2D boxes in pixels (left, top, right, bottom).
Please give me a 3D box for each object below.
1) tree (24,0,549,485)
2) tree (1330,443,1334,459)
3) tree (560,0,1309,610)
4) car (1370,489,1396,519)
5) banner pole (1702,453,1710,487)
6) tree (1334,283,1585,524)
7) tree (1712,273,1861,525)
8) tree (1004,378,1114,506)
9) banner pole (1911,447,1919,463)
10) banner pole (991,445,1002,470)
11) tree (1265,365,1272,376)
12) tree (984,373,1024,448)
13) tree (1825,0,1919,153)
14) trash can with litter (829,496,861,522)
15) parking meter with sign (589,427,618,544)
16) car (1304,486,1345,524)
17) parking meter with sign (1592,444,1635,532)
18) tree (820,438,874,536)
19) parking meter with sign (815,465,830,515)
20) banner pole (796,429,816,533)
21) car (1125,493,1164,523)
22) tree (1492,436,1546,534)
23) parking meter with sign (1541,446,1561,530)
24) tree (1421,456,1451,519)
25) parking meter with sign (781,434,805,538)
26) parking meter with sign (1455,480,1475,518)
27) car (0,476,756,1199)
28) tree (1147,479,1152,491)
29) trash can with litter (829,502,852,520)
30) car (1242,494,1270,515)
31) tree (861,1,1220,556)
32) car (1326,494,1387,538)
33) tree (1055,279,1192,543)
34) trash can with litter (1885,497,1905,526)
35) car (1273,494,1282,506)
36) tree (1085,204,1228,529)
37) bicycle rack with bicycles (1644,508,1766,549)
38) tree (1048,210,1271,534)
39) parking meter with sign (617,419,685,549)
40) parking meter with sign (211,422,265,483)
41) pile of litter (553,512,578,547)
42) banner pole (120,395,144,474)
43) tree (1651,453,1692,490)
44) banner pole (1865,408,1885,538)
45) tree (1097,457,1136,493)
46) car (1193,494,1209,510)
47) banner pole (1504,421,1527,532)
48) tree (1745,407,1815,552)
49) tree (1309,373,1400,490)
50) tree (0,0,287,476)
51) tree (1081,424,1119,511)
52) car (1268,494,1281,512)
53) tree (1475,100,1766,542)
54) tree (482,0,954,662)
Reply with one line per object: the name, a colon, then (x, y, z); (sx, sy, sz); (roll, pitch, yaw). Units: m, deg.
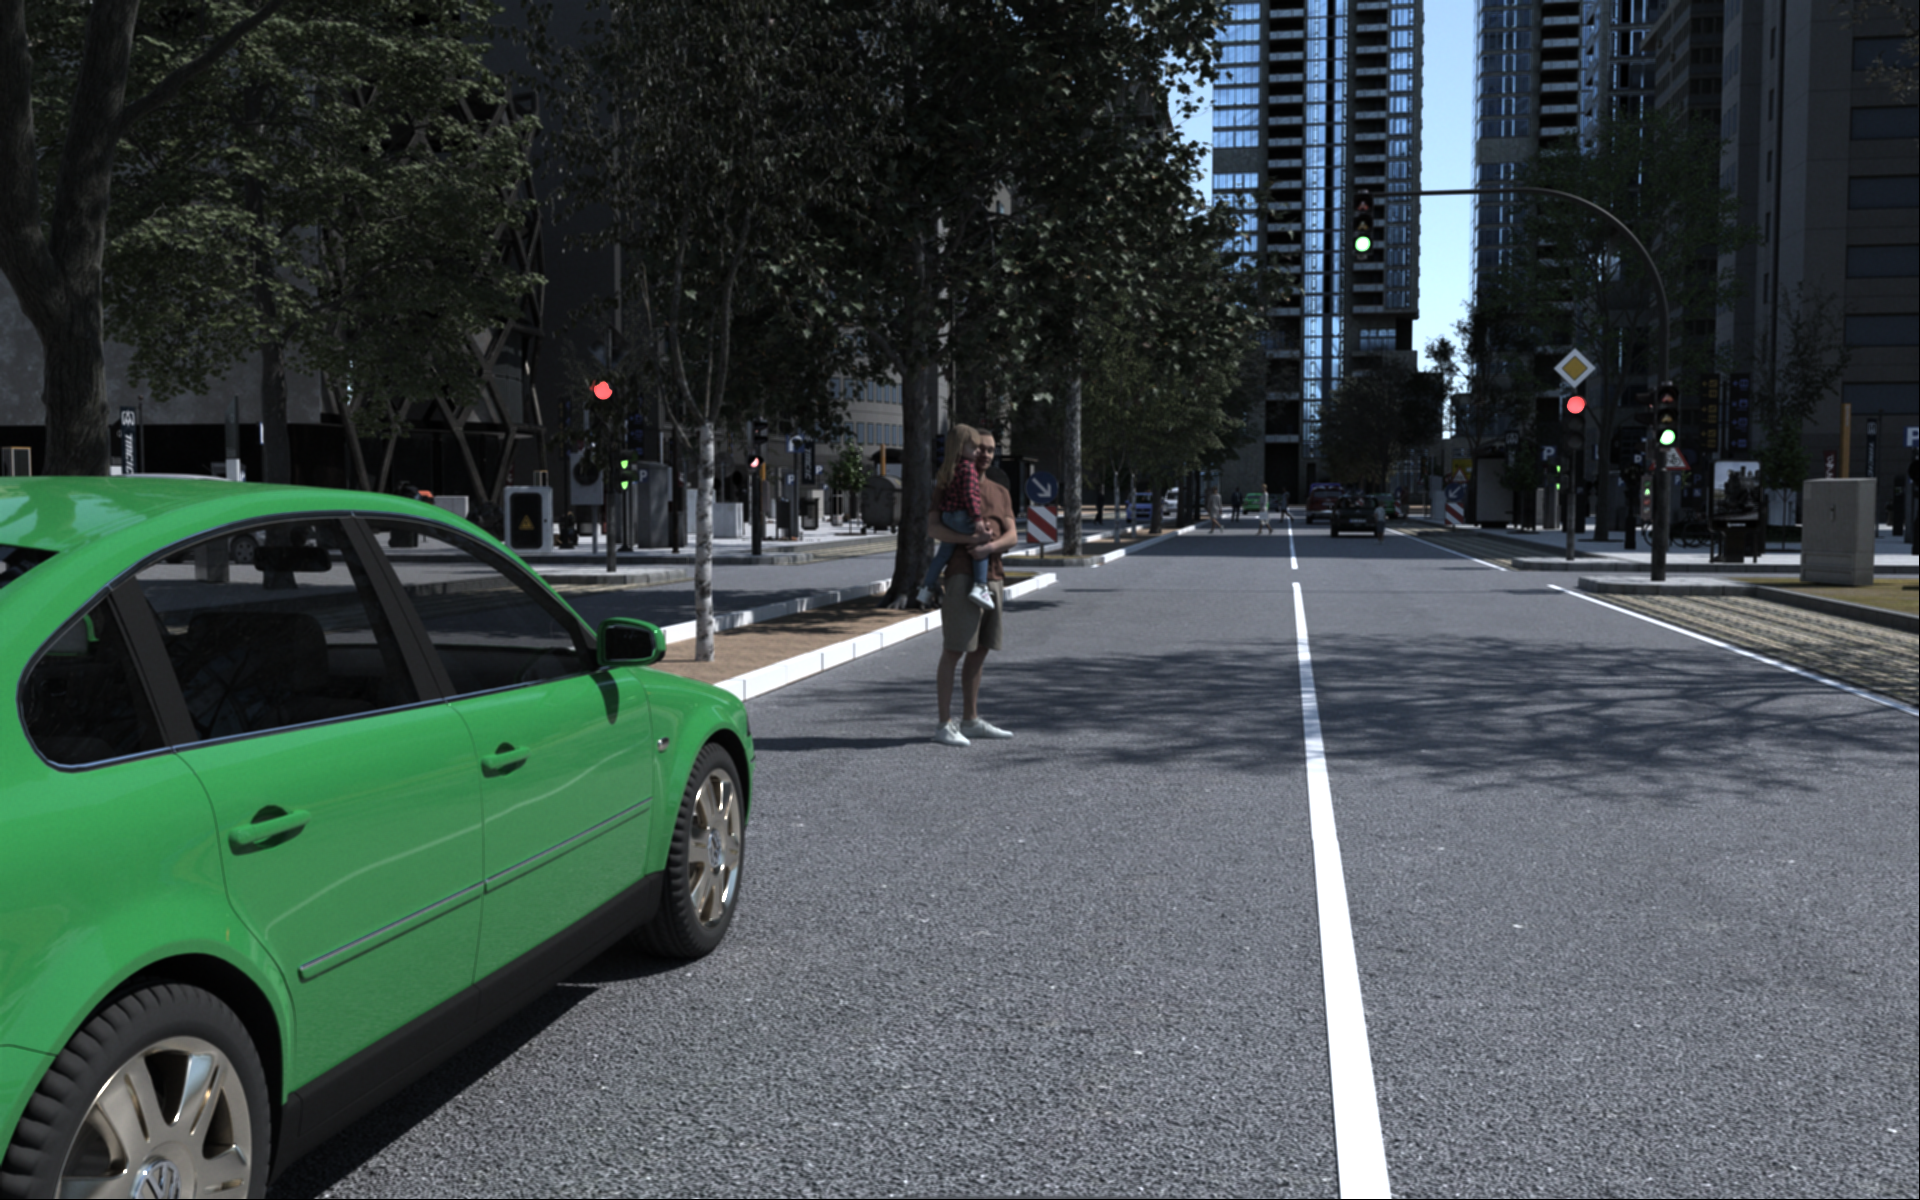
tree: (-9.655, -6.419, 23.081); (7.486, 12.596, 7.792); (0, 3, 0)
tree: (40.197, -14.317, 168.493); (8.767, 10.594, 7.601); (1, 4, 17)
tree: (-0.534, -6.242, 21.520); (9.611, 12.733, 9.660); (0, 3, 0)
car: (23.923, -5.503, 98.766); (1.959, 1.807, 4.718); (1, 4, 9)
banner pole: (33.546, -5.391, 78.153); (0.863, 3.779, 0.401); (0, 4, -2)
tree: (22.114, -8.549, 74.192); (8.767, 10.594, 7.601); (-2, 4, -33)
tree: (27.631, -6.564, 57.680); (4.360, 8.622, 3.978); (0, 3, 0)
tree: (6.018, -10.303, 102.866); (7.601, 10.594, 8.767); (1, 4, 13)
banner pole: (37.198, -4.723, 67.233); (0.401, 3.779, 0.863); (-1, 4, -11)
banner pole: (1.474, -5.339, 77.306); (0.863, 3.779, 0.401); (1, 4, 8)
tree: (12.720, -10.014, 91.933); (9.928, 11.665, 9.643); (0, 3, 0)
tree: (1.414, -8.206, 84.537); (4.360, 8.622, 3.978); (0, 3, 0)
tree: (10.382, -6.268, 12.860); (12.009, 13.543, 11.850); (0, 3, 0)
trash can with litter: (-5.691, -4.218, 80.026); (1.678, 1.210, 2.233); (-3, 4, -38)
parking meter with sign: (-8.690, -2.962, 44.691); (1.738, 3.016, 0.543); (1, 4, 19)
car: (17.806, -4.602, 83.908); (2.281, 1.827, 5.304); (1, 4, 11)
parking meter with sign: (22.617, -3.890, 59.858); (0.543, 3.016, 1.738); (-1, 4, -17)
tree: (-3.322, -3.631, 53.963); (1.663, 3.219, 1.824); (0, 3, 0)
parking meter with sign: (-8.251, -6.634, 104.720); (0.543, 3.016, 1.738); (-2, 4, -25)
banner pole: (-5.107, -4.069, 56.552); (0.863, 3.779, 0.401); (1, 4, 16)
car: (9.324, -4.760, 87.413); (1.945, 1.707, 3.694); (1, 4, 9)
tree: (18.415, -3.773, 56.289); (1.663, 3.219, 1.824); (0, 3, 0)
parking meter with sign: (21.629, -4.101, 63.305); (0.543, 3.016, 1.738); (2, 4, 27)
tree: (24.371, -5.744, 88.513); (1.663, 3.219, 1.824); (0, 3, 0)
parking meter with sign: (-4.985, -3.347, 50.976); (0.543, 3.016, 1.738); (-1, 4, -15)
parking meter with sign: (27.035, -5.868, 92.196); (1.738, 3.016, 0.543); (-3, 4, -37)
car: (-1.863, 0.284, 4.158); (1.959, 1.807, 4.718); (1, 4, 11)
tree: (20.918, -11.717, 186.168); (1.663, 3.219, 1.824); (0, 3, 0)
trash can with litter: (-5.900, -4.535, 85.529); (1.055, 1.170, 0.624); (-3, 4, -37)
car: (20.739, -6.878, 121.258); (1.959, 1.807, 4.718); (1, 4, 11)
tree: (1.518, -11.102, 39.856); (12.611, 20.169, 13.585); (0, 3, 0)
car: (13.361, -2.968, 58.319); (2.009, 1.686, 4.222); (1, 4, 12)
tree: (5.670, -6.315, 56.073); (4.737, 8.622, 4.395); (0, 3, 0)
trash can with litter: (37.584, -3.538, 69.237); (1.055, 1.170, 0.624); (2, 4, 28)
car: (32.480, -10.182, 178.276); (2.131, 1.459, 4.920); (1, 4, 12)
tree: (9.176, -9.709, 71.576); (12.009, 13.543, 11.850); (0, 3, 0)
bicycle rack with bicycles: (18.053, -1.736, 41.763); (2.925, 0.926, 2.852); (1, 4, 14)
tree: (6.982, -8.650, 62.015); (7.486, 12.596, 7.792); (0, 3, 0)
parking meter with sign: (-7.218, -2.726, 40.831); (0.543, 3.016, 1.738); (2, 4, 30)
parking meter with sign: (-17.741, -2.799, 42.030); (1.738, 3.016, 0.543); (0, 4, -2)
pile of litter: (-10.007, -1.776, 43.003); (1.176, 0.858, 1.719); (0, 4, 4)
banner pole: (-20.826, -3.285, 43.720); (0.401, 3.779, 0.863); (2, 4, 24)
tree: (29.811, -4.768, 72.551); (1.663, 3.219, 1.824); (0, 3, 0)
banner pole: (26.640, -3.698, 50.483); (0.863, 3.779, 0.401); (-2, 4, -29)
tree: (13.494, -10.050, 148.028); (4.285, 4.588, 4.351); (0, 3, 0)
car: (21.814, -8.912, 157.516); (2.131, 1.459, 4.920); (1, 4, 12)
banner pole: (19.109, -4.250, 59.498); (0.863, 3.779, 0.401); (2, 4, 28)
tree: (18.443, -2.693, 38.627); (1.663, 3.219, 1.824); (0, 3, 0)
tree: (41.206, -16.614, 178.286); (9.857, 13.997, 8.962); (0, 3, 0)
tree: (-3.716, -4.815, 6.940); (9.928, 11.665, 9.643); (0, 3, 0)
tree: (10.586, -11.044, 130.926); (4.360, 8.622, 3.978); (0, 3, 0)
car: (24.712, -7.761, 138.890); (2.014, 1.417, 4.499); (1, 4, 9)
tree: (17.385, -7.374, 46.317); (9.928, 11.665, 9.643); (0, 3, 0)
tree: (-2.149, -3.788, 14.751); (4.360, 8.622, 3.978); (0, 3, 0)
